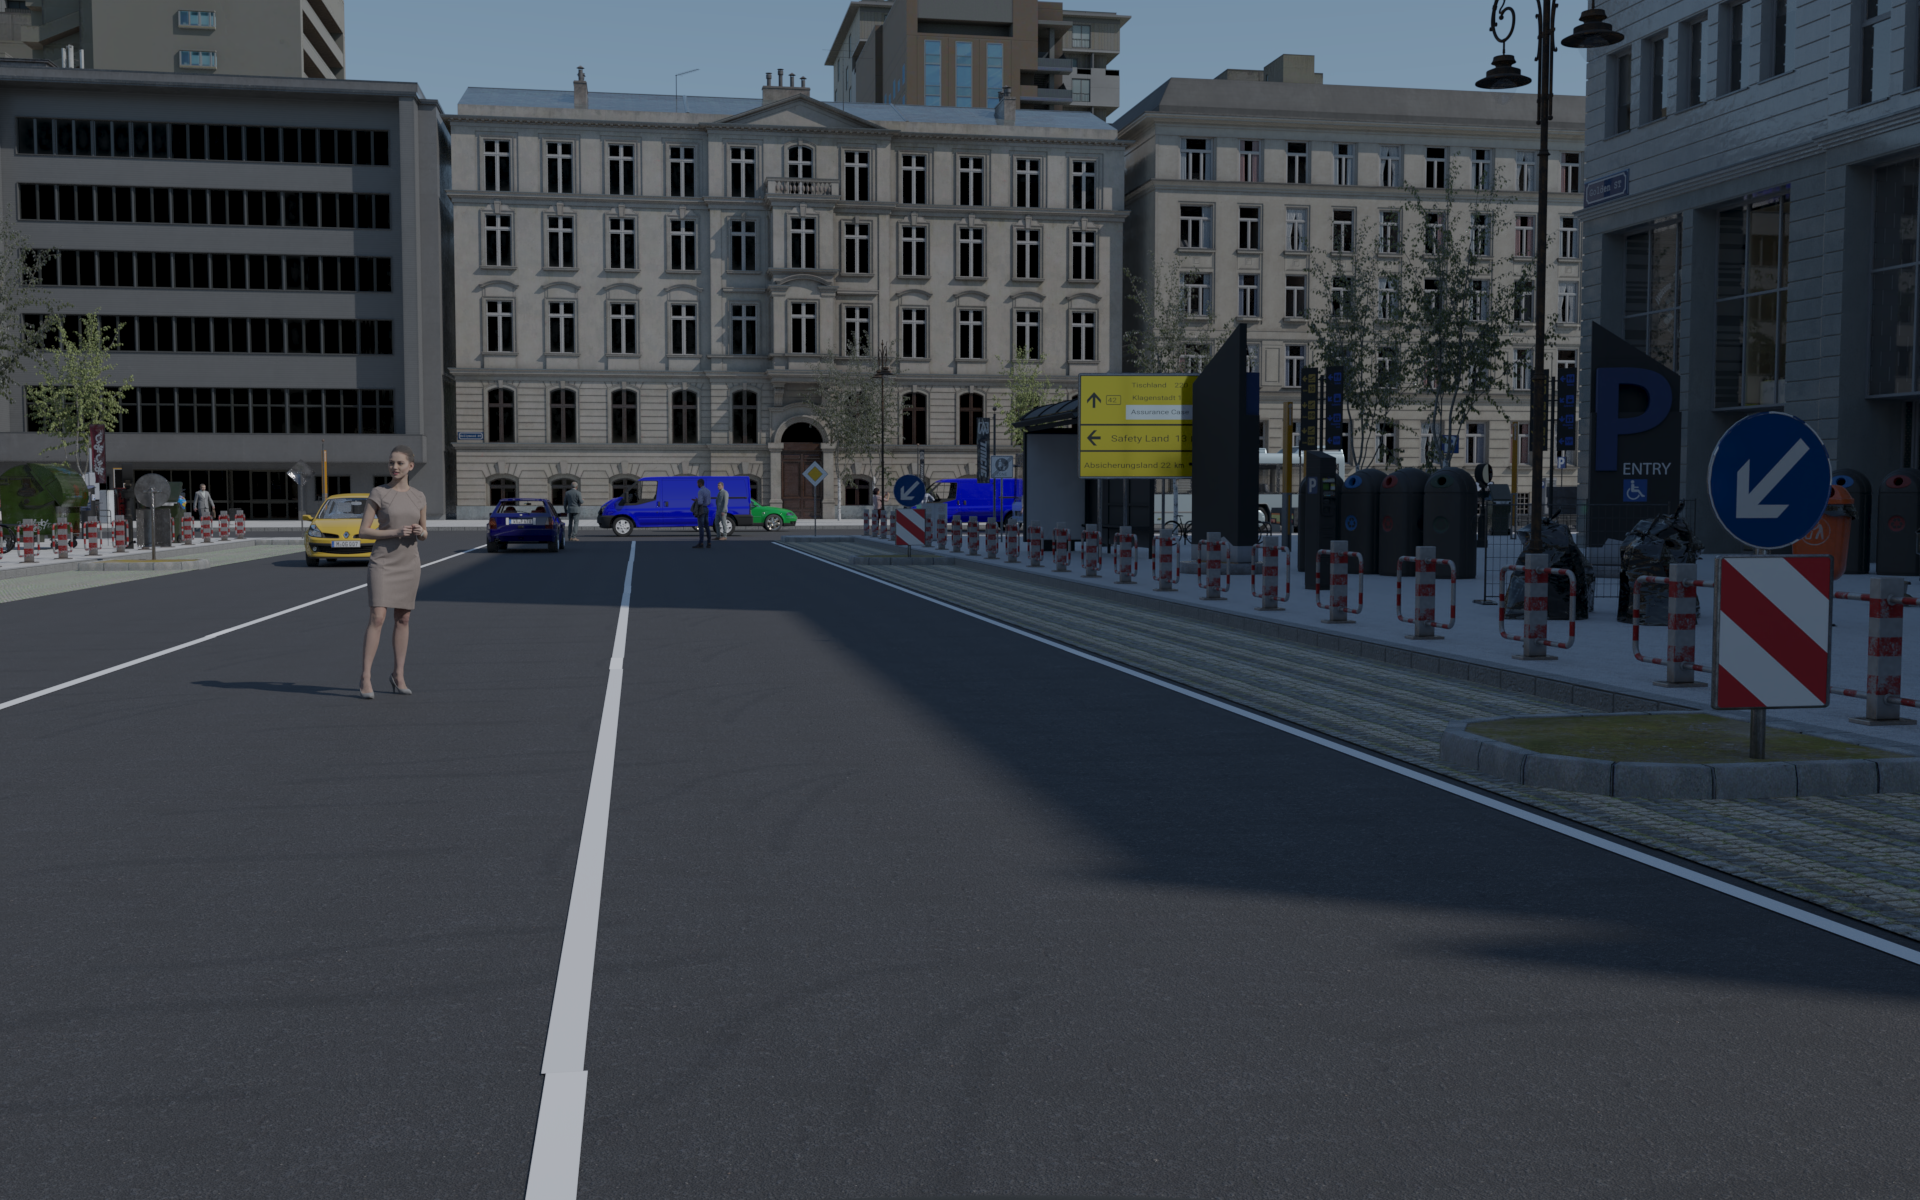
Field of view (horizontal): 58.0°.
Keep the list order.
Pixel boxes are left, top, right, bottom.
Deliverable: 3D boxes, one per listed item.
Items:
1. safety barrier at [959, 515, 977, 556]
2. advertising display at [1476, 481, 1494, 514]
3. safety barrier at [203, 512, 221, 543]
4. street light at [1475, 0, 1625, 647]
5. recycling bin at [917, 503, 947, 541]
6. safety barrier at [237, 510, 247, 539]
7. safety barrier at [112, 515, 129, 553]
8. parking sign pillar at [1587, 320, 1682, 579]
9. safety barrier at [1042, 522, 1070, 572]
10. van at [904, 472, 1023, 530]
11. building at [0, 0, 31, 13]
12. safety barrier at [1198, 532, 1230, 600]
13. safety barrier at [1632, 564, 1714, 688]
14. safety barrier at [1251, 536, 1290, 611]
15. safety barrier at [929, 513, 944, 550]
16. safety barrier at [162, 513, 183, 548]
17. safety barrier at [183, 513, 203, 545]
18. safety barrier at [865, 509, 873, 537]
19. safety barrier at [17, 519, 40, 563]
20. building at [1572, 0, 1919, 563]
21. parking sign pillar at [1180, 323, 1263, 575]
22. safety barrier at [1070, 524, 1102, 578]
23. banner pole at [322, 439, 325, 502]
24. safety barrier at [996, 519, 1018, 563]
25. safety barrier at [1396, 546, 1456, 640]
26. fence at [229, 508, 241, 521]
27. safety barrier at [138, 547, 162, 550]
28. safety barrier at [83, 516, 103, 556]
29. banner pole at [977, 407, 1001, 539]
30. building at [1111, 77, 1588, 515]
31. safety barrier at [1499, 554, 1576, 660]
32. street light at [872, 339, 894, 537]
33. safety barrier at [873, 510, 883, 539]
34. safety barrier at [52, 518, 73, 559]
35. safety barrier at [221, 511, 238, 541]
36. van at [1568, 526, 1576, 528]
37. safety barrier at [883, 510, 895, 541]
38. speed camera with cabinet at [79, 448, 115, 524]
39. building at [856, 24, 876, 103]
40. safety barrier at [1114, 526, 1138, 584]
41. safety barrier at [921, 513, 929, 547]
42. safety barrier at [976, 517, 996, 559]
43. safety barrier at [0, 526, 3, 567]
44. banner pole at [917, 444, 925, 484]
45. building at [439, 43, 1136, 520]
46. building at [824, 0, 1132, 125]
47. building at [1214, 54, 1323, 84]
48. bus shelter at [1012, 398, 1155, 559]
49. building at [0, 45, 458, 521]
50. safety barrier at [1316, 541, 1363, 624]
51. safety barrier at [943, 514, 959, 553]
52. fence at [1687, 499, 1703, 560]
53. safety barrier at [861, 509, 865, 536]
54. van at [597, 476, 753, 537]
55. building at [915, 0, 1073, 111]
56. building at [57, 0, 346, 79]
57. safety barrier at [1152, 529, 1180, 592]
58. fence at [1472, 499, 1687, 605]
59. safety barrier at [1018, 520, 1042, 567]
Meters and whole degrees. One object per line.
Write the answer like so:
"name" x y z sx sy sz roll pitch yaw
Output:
"safety barrier" 0.277 -1.334 36.087 0.300 0.817 1.120 -1 4 -10
"advertising display" 26.389 -5.014 87.200 0.974 1.923 0.123 2 4 35
"safety barrier" -19.728 -1.902 45.365 0.300 0.817 1.120 -1 4 -10
"street light" 4.794 -2.538 14.291 0.468 5.910 1.993 -1 4 -10
"recycling bin" -0.772 -2.137 47.490 0.722 1.027 0.722 -1 4 -13
"safety barrier" -20.426 -2.133 49.142 0.300 0.817 1.120 -1 4 -10
"safety barrier" -18.330 -1.439 37.804 0.300 0.817 1.120 -1 4 -10
"parking sign pillar" 10.409 -2.340 26.732 1.447 3.967 1.447 1 4 16
"safety barrier" 1.673 -0.872 28.539 0.300 0.817 1.120 -1 4 -10
"van" 0.332 -3.880 67.816 5.245 2.365 2.240 -1 4 -10
"building" -116.578 -48.847 236.894 20.611 71.187 20.563 -1 4 -10
"safety barrier" 3.071 -0.410 20.975 0.300 0.817 1.120 -1 4 -10
"safety barrier" 4.811 0.167 11.545 0.300 0.817 1.120 -1 4 -10
"safety barrier" 3.420 -0.295 19.090 0.300 0.817 1.120 -1 4 -10
"safety barrier" -0.421 -1.566 39.877 0.300 0.817 1.120 -1 4 -10
"safety barrier" -19.030 -1.670 41.586 0.300 0.817 1.120 -1 4 -10
"safety barrier" -19.379 -1.786 43.470 0.300 0.817 1.120 -1 4 -10
"safety barrier" -2.521 -2.262 51.255 0.300 0.817 1.120 -1 4 -10
"safety barrier" -17.282 -1.092 32.135 0.300 0.817 1.120 -1 4 -10
"building" 22.629 -15.252 26.864 11.434 29.767 29.804 -1 4 -10
"parking sign pillar" 4.293 -2.420 28.032 1.447 3.967 1.447 -2 4 -27
"safety barrier" 2.022 -0.757 26.654 0.300 0.817 1.120 -1 4 -10
"banner pole" -29.118 -5.461 79.307 0.401 3.779 0.863 -1 4 -18
"safety barrier" 0.979 -1.103 32.309 0.300 0.817 1.120 -1 4 -10
"safety barrier" 4.115 -0.064 15.320 0.300 0.817 1.120 -1 4 -10
"fence" -30.288 -3.488 72.400 0.278 0.683 2.069 -1 4 -10
"safety barrier" -18.679 -1.555 39.701 0.300 0.817 1.120 -1 4 -10
"safety barrier" -17.983 -1.324 35.919 0.300 0.817 1.120 -1 4 -10
"banner pole" 0.807 -3.660 49.861 0.863 3.779 0.401 3 4 37
"building" 22.709 -16.261 99.158 30.059 22.955 16.112 -1 4 -10
"safety barrier" 4.465 0.052 13.430 0.300 0.817 1.120 -1 4 -10
"street light" -2.321 -4.843 51.975 0.468 5.910 1.993 -1 4 -10
"safety barrier" -2.174 -2.146 49.364 0.300 0.817 1.120 -1 4 -10
"safety barrier" -17.631 -1.208 34.030 0.300 0.817 1.120 -1 4 -10
"safety barrier" -20.075 -2.017 47.251 0.300 0.817 1.120 -1 4 -10
"van" 26.314 -3.923 71.145 4.112 2.044 2.013 -1 4 -11
"safety barrier" -1.824 -2.030 47.466 0.300 0.817 1.120 -1 4 -10
"speed camera with cabinet" -37.299 -4.952 75.294 0.660 3.252 2.038 2 4 25
"building" -2.103 -31.471 164.663 14.600 45.320 14.200 -1 4 -10
"safety barrier" 2.367 -0.642 24.769 0.300 0.817 1.120 -1 4 -10
"safety barrier" -0.768 -1.681 41.763 0.300 0.817 1.120 -1 4 -10
"safety barrier" 0.629 -1.218 34.194 0.300 0.817 1.120 -1 4 -10
"safety barrier" -16.934 -0.977 30.245 0.300 0.817 1.120 -1 4 -10
"banner pole" -1.958 -5.850 85.660 0.401 3.779 0.863 -2 4 -32
"building" -8.985 -16.715 92.375 34.723 24.649 14.460 -1 4 -10
"building" 1.257 -36.522 186.372 28.713 52.752 27.495 -1 4 -10
"building" 31.034 -34.968 195.422 21.600 48.544 21.300 -1 4 -10
"bus shelter" 2.640 -2.597 36.384 2.014 3.302 5.546 -1 4 -10
"building" -40.830 -16.346 86.317 30.058 24.678 14.314 -1 4 -10
"safety barrier" 3.763 -0.179 17.204 0.300 0.817 1.120 -1 4 -10
"safety barrier" -0.071 -1.450 37.987 0.300 0.817 1.120 -1 4 -10
"fence" 13.425 -1.405 34.169 2.264 1.192 0.480 0 4 3
"safety barrier" -2.870 -2.377 53.140 0.300 0.817 1.120 -1 4 -10
"van" -9.700 -3.339 58.984 5.245 2.365 2.240 -1 4 -11
"building" 1.132 -30.626 150.846 14.600 45.320 14.200 -1 4 -10
"building" -63.329 -31.763 143.019 21.300 48.544 21.600 -1 4 -10
"safety barrier" 2.717 -0.526 22.876 0.300 0.817 1.120 -1 4 -10
"fence" 7.178 -0.547 20.154 2.264 1.192 0.480 0 4 2
"safety barrier" 1.325 -0.988 30.424 0.300 0.817 1.120 -1 4 -10
